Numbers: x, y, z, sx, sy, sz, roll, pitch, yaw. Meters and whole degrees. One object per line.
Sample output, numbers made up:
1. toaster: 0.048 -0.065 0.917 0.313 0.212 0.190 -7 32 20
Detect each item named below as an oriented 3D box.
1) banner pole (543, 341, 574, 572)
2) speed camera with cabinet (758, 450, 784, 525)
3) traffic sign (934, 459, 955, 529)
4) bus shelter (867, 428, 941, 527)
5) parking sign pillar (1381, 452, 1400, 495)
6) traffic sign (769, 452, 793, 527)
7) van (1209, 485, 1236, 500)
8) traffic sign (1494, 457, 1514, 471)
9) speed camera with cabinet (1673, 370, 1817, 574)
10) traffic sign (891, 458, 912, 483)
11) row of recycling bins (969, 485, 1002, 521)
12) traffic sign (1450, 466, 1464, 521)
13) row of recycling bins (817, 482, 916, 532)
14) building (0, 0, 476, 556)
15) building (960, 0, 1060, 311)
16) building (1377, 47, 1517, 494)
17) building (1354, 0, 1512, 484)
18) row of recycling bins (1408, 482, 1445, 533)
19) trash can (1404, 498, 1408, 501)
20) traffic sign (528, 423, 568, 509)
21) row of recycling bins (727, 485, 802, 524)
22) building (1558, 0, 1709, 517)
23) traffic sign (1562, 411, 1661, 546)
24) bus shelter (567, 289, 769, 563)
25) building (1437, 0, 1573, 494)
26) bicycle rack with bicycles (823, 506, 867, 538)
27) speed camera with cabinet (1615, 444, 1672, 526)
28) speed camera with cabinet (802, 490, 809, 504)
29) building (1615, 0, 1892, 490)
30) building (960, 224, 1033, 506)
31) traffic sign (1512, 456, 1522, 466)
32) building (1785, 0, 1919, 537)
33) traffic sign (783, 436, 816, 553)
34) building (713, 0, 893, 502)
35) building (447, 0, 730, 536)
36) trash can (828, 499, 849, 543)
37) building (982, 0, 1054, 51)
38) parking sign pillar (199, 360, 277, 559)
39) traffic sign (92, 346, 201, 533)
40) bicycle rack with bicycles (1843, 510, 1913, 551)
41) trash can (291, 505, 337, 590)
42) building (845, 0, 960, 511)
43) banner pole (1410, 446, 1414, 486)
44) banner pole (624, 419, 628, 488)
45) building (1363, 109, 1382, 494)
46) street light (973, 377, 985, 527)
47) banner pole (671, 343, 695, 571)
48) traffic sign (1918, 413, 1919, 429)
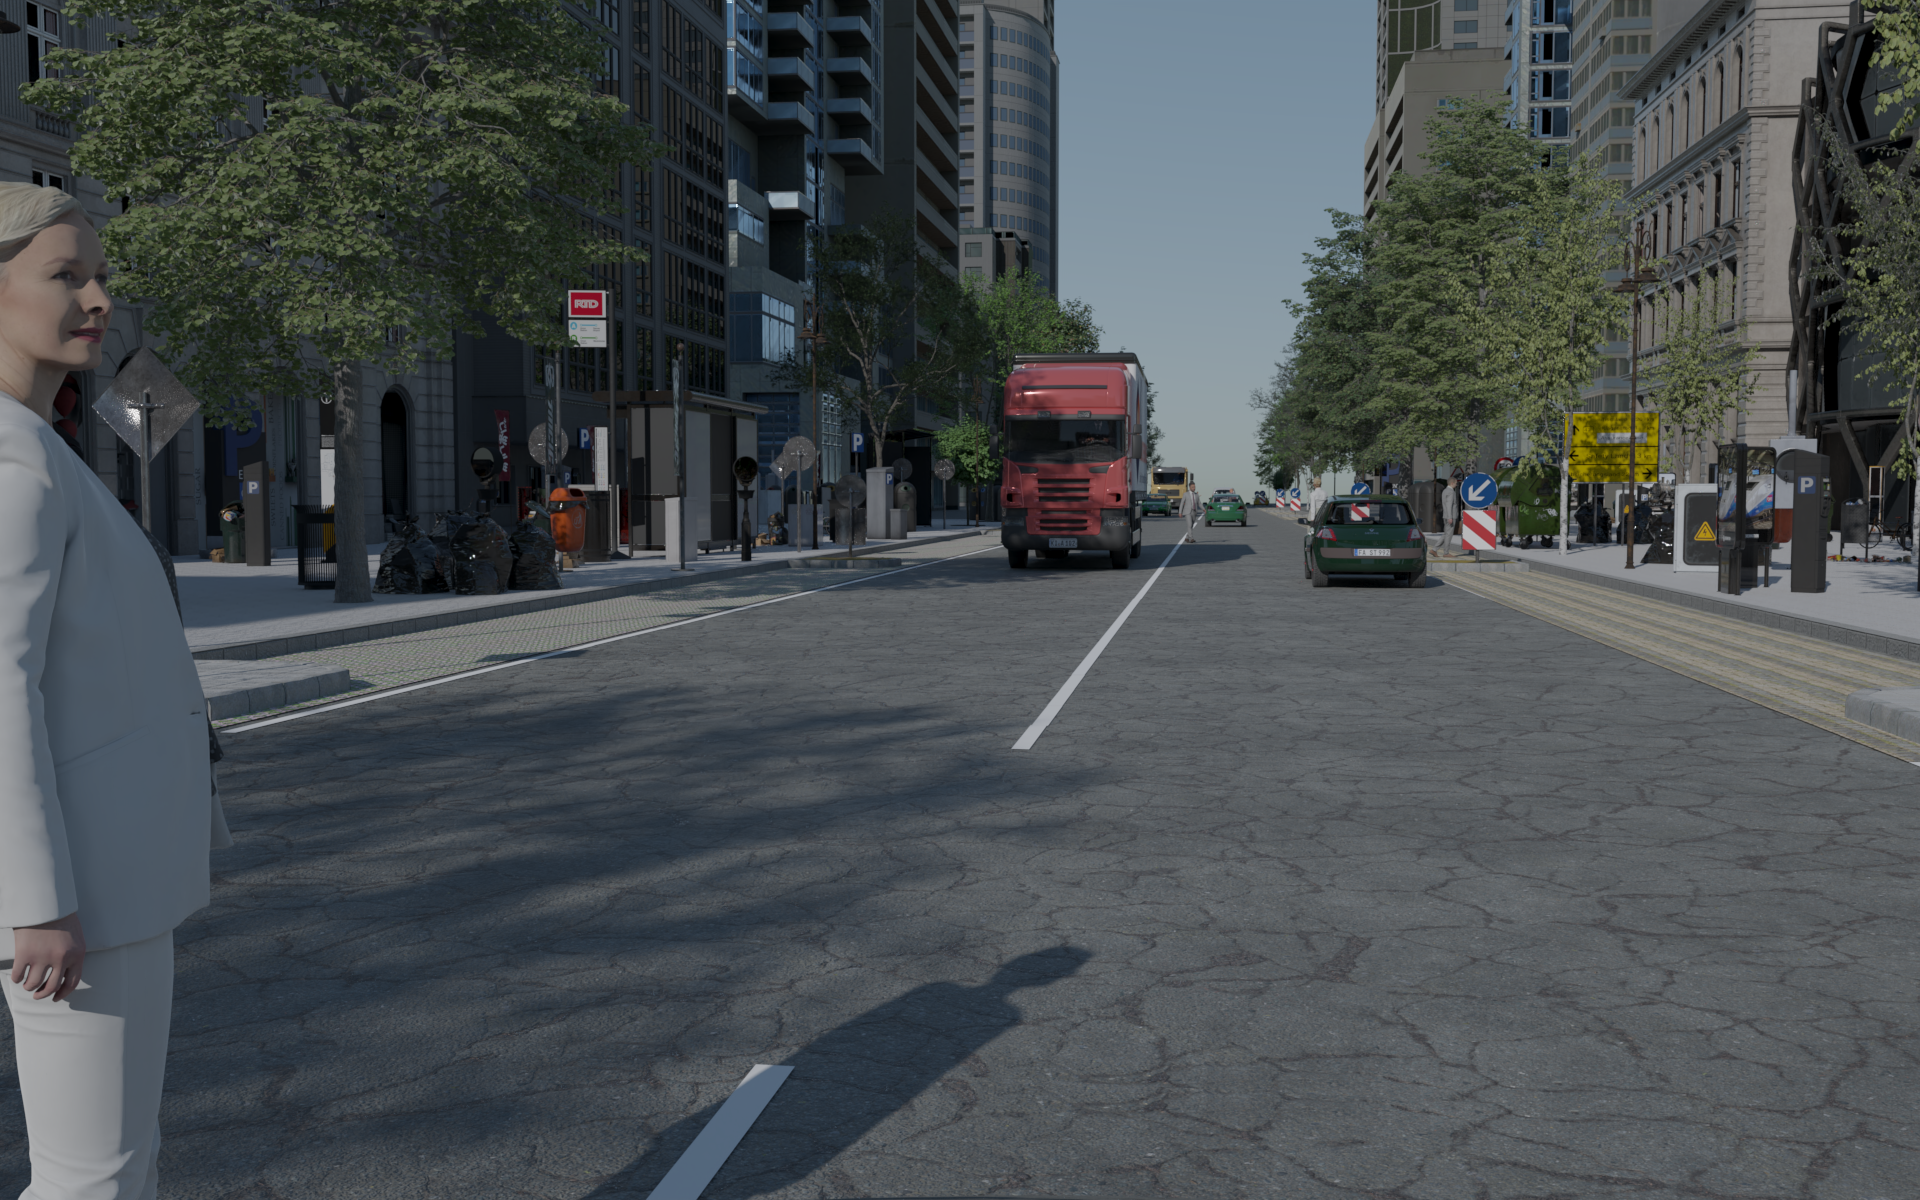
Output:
1. banner pole: -6.597 -2.333 28.170 0.401 3.779 0.863 0 4 7
2. speed camera with cabinet: -8.373 -4.800 72.812 0.660 3.252 2.038 2 4 33
3. traffic sign: -0.567 -3.835 62.806 0.768 2.556 0.104 1 4 13
4. bus shelter: -2.052 -4.495 64.770 1.731 3.624 6.357 1 4 9
5. parking sign pillar: 20.824 -5.785 83.059 1.447 3.967 1.447 1 4 9
6. traffic sign: -4.885 -2.845 47.706 0.795 2.450 0.064 1 4 14
7. van: 16.658 -6.245 109.111 2.013 2.044 4.112 1 4 10
8. traffic sign: 18.623 -3.616 59.231 0.768 2.556 0.104 1 4 9
9. speed camera with cabinet: 12.608 -2.049 27.843 2.038 3.252 0.660 1 4 22
10. traffic sign: -2.081 -3.754 61.489 0.768 2.556 0.104 1 4 13
11. row of recycling bins: 1.581 -4.678 83.591 1.069 1.692 3.534 -2 4 -30
12. traffic sign: 21.063 -4.481 73.267 0.884 2.594 0.081 1 4 14
13. row of recycling bins: -3.194 -3.185 59.193 3.534 1.692 1.069 1 4 14
14. building: -21.749 -11.983 37.720 13.314 21.916 24.055 1 4 8
15. building: 0.199 -40.857 210.018 21.231 58.520 28.212 1 4 8
16. building: 57.116 -34.355 185.403 21.300 48.544 21.600 1 4 8
17. building: 63.358 -48.252 227.175 20.563 71.187 20.611 1 4 8
18. row of recycling bins: 15.920 -3.190 59.275 1.069 1.692 3.534 0 4 7
19. trash can: 16.611 -3.207 64.087 0.748 1.137 0.748 0 3 0
20. traffic sign: -7.325 -1.876 30.780 0.768 2.556 0.104 1 4 13
21. row of recycling bins: -8.557 -4.202 75.819 3.534 1.692 1.069 1 4 15
22. building: 49.581 -25.042 101.317 32.217 40.220 23.993 1 4 8
23. traffic sign: 15.974 -2.978 42.564 2.265 3.308 0.079 1 4 12
24. bus shelter: -6.219 -3.603 36.538 2.179 5.291 8.768 1 4 8
25. building: 48.981 -49.851 127.741 22.319 86.520 31.000 1 4 8
26. bicycle rack with bicycles: -3.227 -2.344 51.712 2.925 0.926 2.852 0 4 6
27. speed camera with cabinet: 27.055 -4.534 68.474 2.038 3.252 0.660 3 4 37
28. speed camera with cabinet: -7.687 -5.096 77.654 2.038 3.252 0.660 2 4 23
29. building: 34.884 -14.839 71.490 11.050 23.489 19.941 1 4 8
30. building: 0.283 -25.554 189.508 14.160 30.474 14.107 1 4 8
31. traffic sign: 18.696 -3.510 57.502 0.768 2.556 0.104 1 4 13
32. building: 34.987 -11.353 53.073 16.820 18.784 16.811 1 4 8
33. traffic sign: -3.533 -2.315 37.954 0.768 2.556 0.104 1 4 14
34. building: -15.976 -48.344 103.088 22.319 86.520 31.000 1 4 8
35. building: -17.974 -16.375 61.234 14.314 27.812 24.014 1 4 8
36. trash can: -3.143 -2.082 45.702 0.748 1.137 0.748 0 3 0
37. building: 4.227 -48.649 233.667 20.563 71.187 20.611 1 4 8
38. parking sign pillar: -14.460 -2.821 34.600 1.447 3.967 1.447 1 4 17
39. traffic sign: -5.528 -0.498 11.780 0.795 2.450 0.064 1 4 8
40. bicycle rack with bicycles: 22.030 -1.626 39.971 2.925 0.926 2.852 -1 4 -16
41. trash can: -8.628 -0.718 23.392 0.748 1.137 0.748 0 3 0
42. building: -12.109 -30.979 130.213 21.300 48.544 21.600 1 4 8
43. banner pole: 19.881 -5.271 76.204 0.401 3.779 0.863 2 4 26
44. banner pole: -9.219 -3.541 47.910 0.401 3.779 0.863 0 4 -5
45. building: 59.783 -35.668 206.866 21.300 48.544 21.600 1 4 8
46. street light: 0.667 -5.746 66.729 0.468 5.910 1.993 1 4 8
47. banner pole: -4.653 -2.363 28.657 0.401 3.779 0.863 0 4 3
48. traffic sign: 11.888 -1.266 20.798 0.768 2.556 0.104 1 4 13
